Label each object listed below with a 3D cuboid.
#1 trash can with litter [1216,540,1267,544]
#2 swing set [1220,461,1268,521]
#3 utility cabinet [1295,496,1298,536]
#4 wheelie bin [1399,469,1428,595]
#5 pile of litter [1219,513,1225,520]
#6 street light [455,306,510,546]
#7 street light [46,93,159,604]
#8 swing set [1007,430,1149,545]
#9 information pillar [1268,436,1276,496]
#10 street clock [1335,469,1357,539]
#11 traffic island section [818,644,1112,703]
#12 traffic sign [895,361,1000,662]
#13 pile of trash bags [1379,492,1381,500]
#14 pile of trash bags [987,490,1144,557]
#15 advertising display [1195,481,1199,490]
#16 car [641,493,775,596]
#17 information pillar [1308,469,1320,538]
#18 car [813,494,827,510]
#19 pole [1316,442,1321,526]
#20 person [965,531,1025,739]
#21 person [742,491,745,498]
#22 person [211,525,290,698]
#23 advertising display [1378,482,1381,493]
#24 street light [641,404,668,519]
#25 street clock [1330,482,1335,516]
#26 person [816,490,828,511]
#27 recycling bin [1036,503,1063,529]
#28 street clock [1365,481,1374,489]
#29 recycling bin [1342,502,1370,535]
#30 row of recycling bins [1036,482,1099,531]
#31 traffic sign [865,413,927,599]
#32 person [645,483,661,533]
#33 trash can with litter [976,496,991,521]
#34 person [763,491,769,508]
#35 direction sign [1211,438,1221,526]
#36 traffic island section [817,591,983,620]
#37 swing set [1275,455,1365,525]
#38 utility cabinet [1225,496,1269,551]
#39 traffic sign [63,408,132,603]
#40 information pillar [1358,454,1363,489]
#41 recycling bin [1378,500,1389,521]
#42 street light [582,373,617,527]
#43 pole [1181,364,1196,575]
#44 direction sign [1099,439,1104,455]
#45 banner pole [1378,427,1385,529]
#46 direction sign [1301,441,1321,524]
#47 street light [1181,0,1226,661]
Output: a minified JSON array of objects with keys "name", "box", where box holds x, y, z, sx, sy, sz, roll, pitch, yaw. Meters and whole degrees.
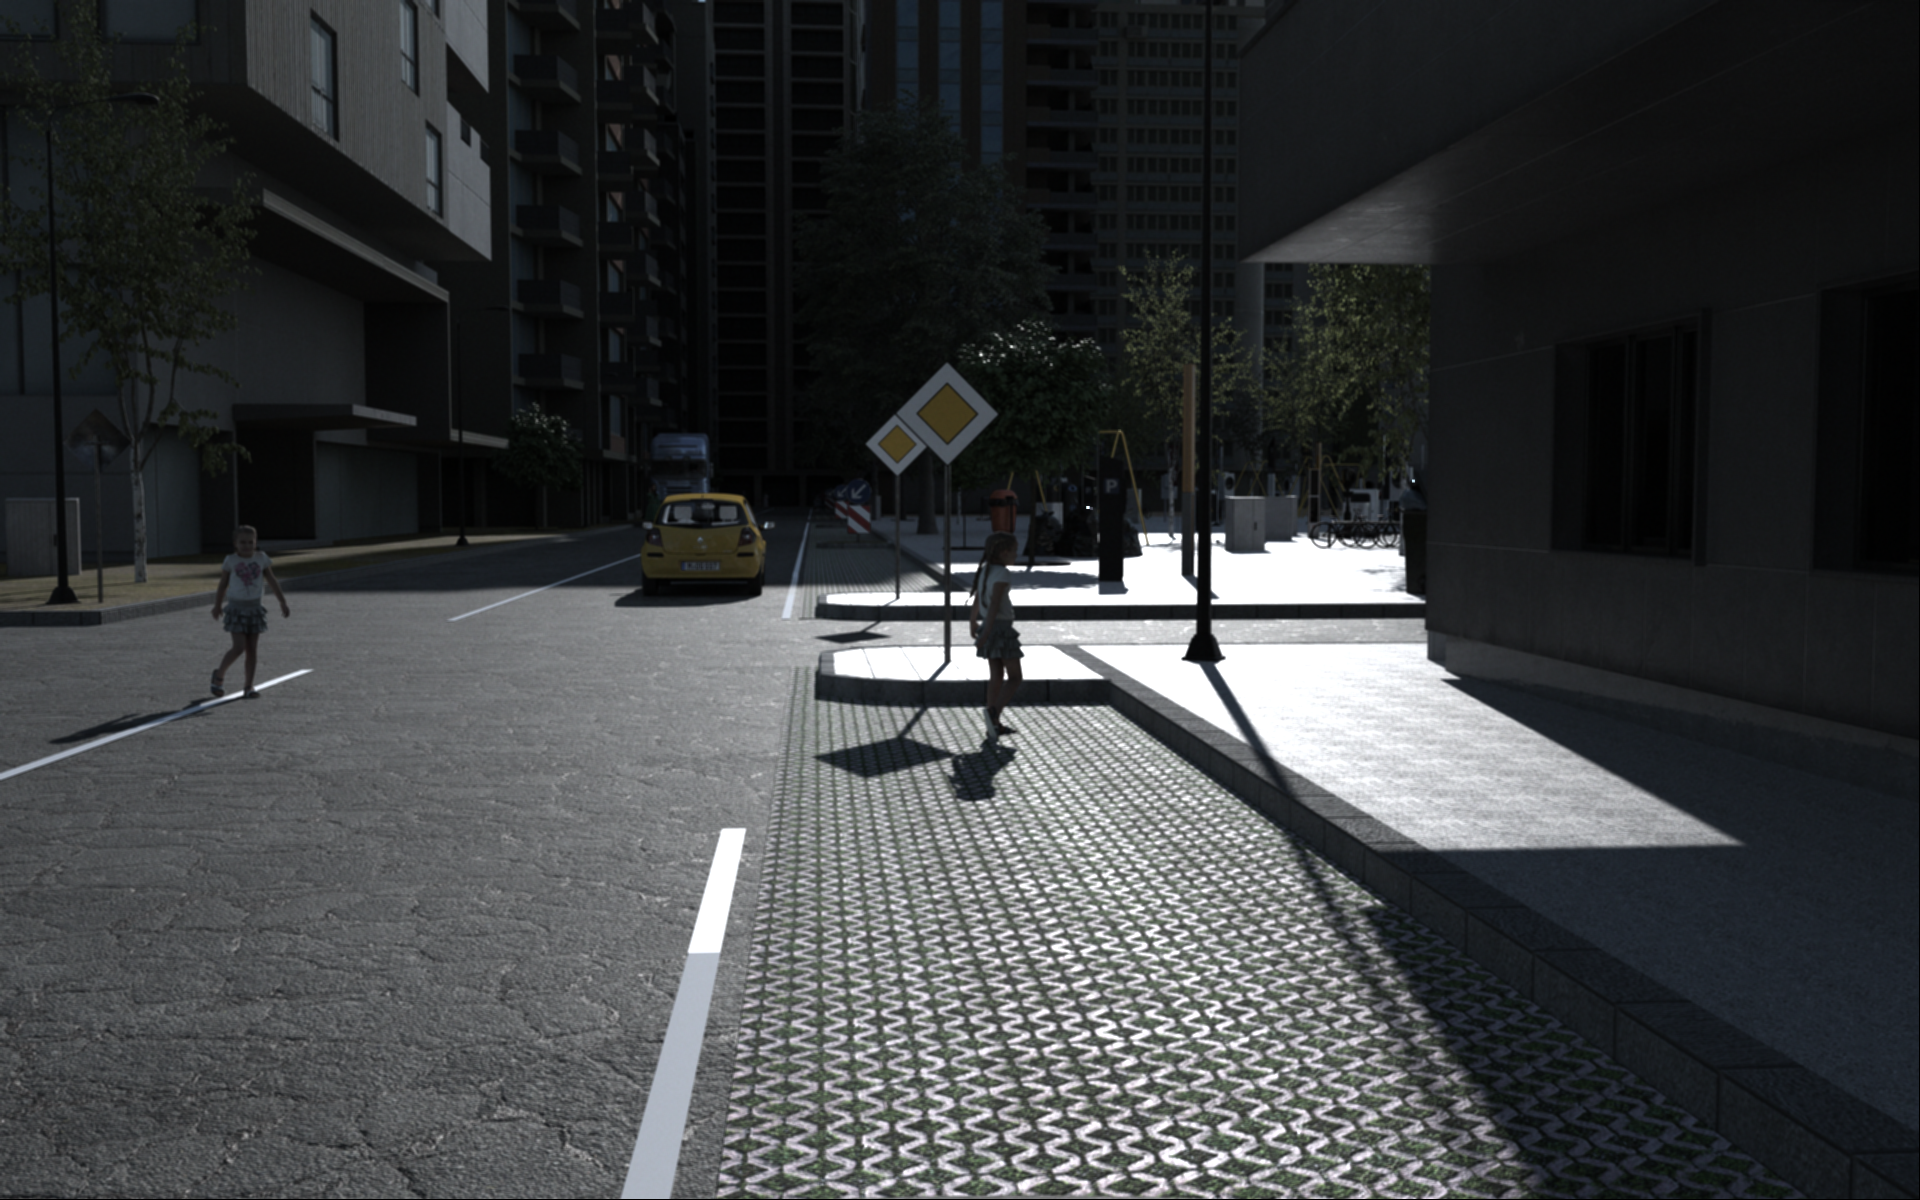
[{"name":"trash can with litter","box":[7.187,-2.093,45.277,1.678,1.210,2.233,2,4,30]},{"name":"swing set","box":[14.120,-5.169,82.138,2.862,2.851,3.119,0,4,-7]},{"name":"utility cabinet","box":[10.191,-2.611,53.850,0.306,1.237,1.020,-1,4,-8]},{"name":"wheelie bin","box":[6.073,-0.879,22.281,0.980,1.594,0.693,-1,4,-22]},{"name":"pile of litter","box":[13.663,-4.419,86.217,1.719,0.858,1.176,0,4,6]},{"name":"street light","box":[-11.799,-4.298,42.808,1.470,5.913,1.316,0,4,-5]},{"name":"street light","box":[-9.983,-2.914,20.187,1.470,5.913,1.316,0,4,-5]},{"name":"swing set","box":[2.687,-2.800,43.402,3.119,2.851,2.862,3,4,36]},{"name":"information pillar","box":[12.685,-4.840,70.496,0.183,3.616,0.504,-1,4,-18]},{"name":"street clock","box":[11.150,-2.767,49.809,0.471,2.002,0.358,2,4,28]},{"name":"traffic island section","box":[-0.075,0.553,13.239,2.009,0.180,2.903,0,4,-5]},{"name":"traffic sign","box":[-0.098,-0.582,13.160,0.795,2.450,0.064,0,4,-5]},{"name":"pile of trash bags","box":[23.564,-4.949,90.663,3.447,1.369,1.912,2,4,24]},{"name":"pile of trash bags","box":[2.017,-1.584,35.651,3.447,1.369,1.912,-3,4,-37]},{"name":"advertising display","box":[11.473,-4.875,84.914,0.123,1.923,0.974,3,5,42]},{"name":"car","box":[-3.780,-0.959,25.897,2.015,1.641,3.980,0,4,-5]},{"name":"information pillar","box":[10.254,-2.796,50.204,0.304,2.012,0.304,0,4,6]},{"name":"car","box":[-12.505,-8.970,158.653,2.014,1.417,4.499,0,4,-5]},{"name":"pole","box":[14.162,-4.564,68.472,0.158,3.312,0.155,0,3,0]},{"name":"person","box":[0.158,0.200,10.249,0.382,1.210,0.505,-2,4,-30]},{"name":"person","box":[-20.908,-9.632,166.710,0.721,1.736,1.217,-1,4,-12]},{"name":"person","box":[-5.035,0.076,12.273,0.505,1.210,0.382,-3,4,-38]},{"name":"advertising display","box":[22.913,-5.363,92.907,0.974,1.923,0.123,0,4,1]},{"name":"street light","box":[-15.705,-7.122,88.981,1.470,5.913,1.316,0,4,-5]},{"name":"street clock","box":[21.100,-5.695,97.680,0.358,2.002,0.471,-1,4,-20]},{"name":"person","box":[-11.239,-8.117,141.928,1.217,1.743,0.721,-1,4,-22]},{"name":"recycling bin","box":[2.583,-2.367,51.251,0.722,1.027,0.722,2,4,28]},{"name":"street clock","box":[22.859,-5.634,96.687,0.358,2.002,0.471,-3,4,-37]},{"name":"recycling bin","box":[12.153,-2.485,53.176,0.722,1.027,0.722,1,4,22]},{"name":"row of recycling bins","box":[4.006,-3.191,59.291,3.534,1.692,1.069,-2,4,-32]},{"name":"traffic sign","box":[-0.764,-1.069,21.118,0.795,2.450,0.064,0,4,-5]},{"name":"person","box":[-10.073,-2.940,56.813,0.600,1.795,0.529,-3,5,-45]},{"name":"trash can with litter","box":[1.661,-4.483,84.354,2.233,1.210,1.678,-2,4,-27]},{"name":"person","box":[-19.262,-9.944,171.752,0.621,1.740,0.551,1,4,23]},{"name":"direction sign","box":[10.294,-4.739,69.483,0.379,3.537,0.876,1,4,15]},{"name":"traffic island section","box":[-0.742,0.066,21.197,2.009,0.180,2.903,0,4,-5]},{"name":"swing set","box":[14.667,-4.487,70.983,2.862,2.851,3.119,0,4,-3]},{"name":"utility cabinet","box":[6.496,-1.728,39.418,1.020,1.237,0.306,-3,4,-36]},{"name":"traffic sign","box":[-10.128,-1.022,20.357,0.795,2.450,0.064,0,4,-5]},{"name":"information pillar","box":[20.999,-6.089,90.913,0.183,3.616,0.504,0,4,-3]},{"name":"recycling bin","box":[19.179,-4.061,78.954,0.722,1.027,0.722,1,4,16]},{"name":"street light","box":[-13.848,-5.748,66.524,1.470,5.913,1.316,0,4,-5]},{"name":"pole","box":[3.601,-2.045,27.279,0.158,3.312,0.155,0,3,0]},{"name":"direction sign","box":[5.830,-4.860,71.465,0.379,3.537,0.876,1,4,16]},{"name":"banner pole","box":[15.761,-4.556,64.510,0.401,3.779,0.863,1,4,21]},{"name":"direction sign","box":[15.090,-5.047,74.523,0.876,3.537,0.379,0,4,-2]},{"name":"street light","box":[1.352,-2.489,13.232,1.470,5.913,1.316,0,4,-5]}]
